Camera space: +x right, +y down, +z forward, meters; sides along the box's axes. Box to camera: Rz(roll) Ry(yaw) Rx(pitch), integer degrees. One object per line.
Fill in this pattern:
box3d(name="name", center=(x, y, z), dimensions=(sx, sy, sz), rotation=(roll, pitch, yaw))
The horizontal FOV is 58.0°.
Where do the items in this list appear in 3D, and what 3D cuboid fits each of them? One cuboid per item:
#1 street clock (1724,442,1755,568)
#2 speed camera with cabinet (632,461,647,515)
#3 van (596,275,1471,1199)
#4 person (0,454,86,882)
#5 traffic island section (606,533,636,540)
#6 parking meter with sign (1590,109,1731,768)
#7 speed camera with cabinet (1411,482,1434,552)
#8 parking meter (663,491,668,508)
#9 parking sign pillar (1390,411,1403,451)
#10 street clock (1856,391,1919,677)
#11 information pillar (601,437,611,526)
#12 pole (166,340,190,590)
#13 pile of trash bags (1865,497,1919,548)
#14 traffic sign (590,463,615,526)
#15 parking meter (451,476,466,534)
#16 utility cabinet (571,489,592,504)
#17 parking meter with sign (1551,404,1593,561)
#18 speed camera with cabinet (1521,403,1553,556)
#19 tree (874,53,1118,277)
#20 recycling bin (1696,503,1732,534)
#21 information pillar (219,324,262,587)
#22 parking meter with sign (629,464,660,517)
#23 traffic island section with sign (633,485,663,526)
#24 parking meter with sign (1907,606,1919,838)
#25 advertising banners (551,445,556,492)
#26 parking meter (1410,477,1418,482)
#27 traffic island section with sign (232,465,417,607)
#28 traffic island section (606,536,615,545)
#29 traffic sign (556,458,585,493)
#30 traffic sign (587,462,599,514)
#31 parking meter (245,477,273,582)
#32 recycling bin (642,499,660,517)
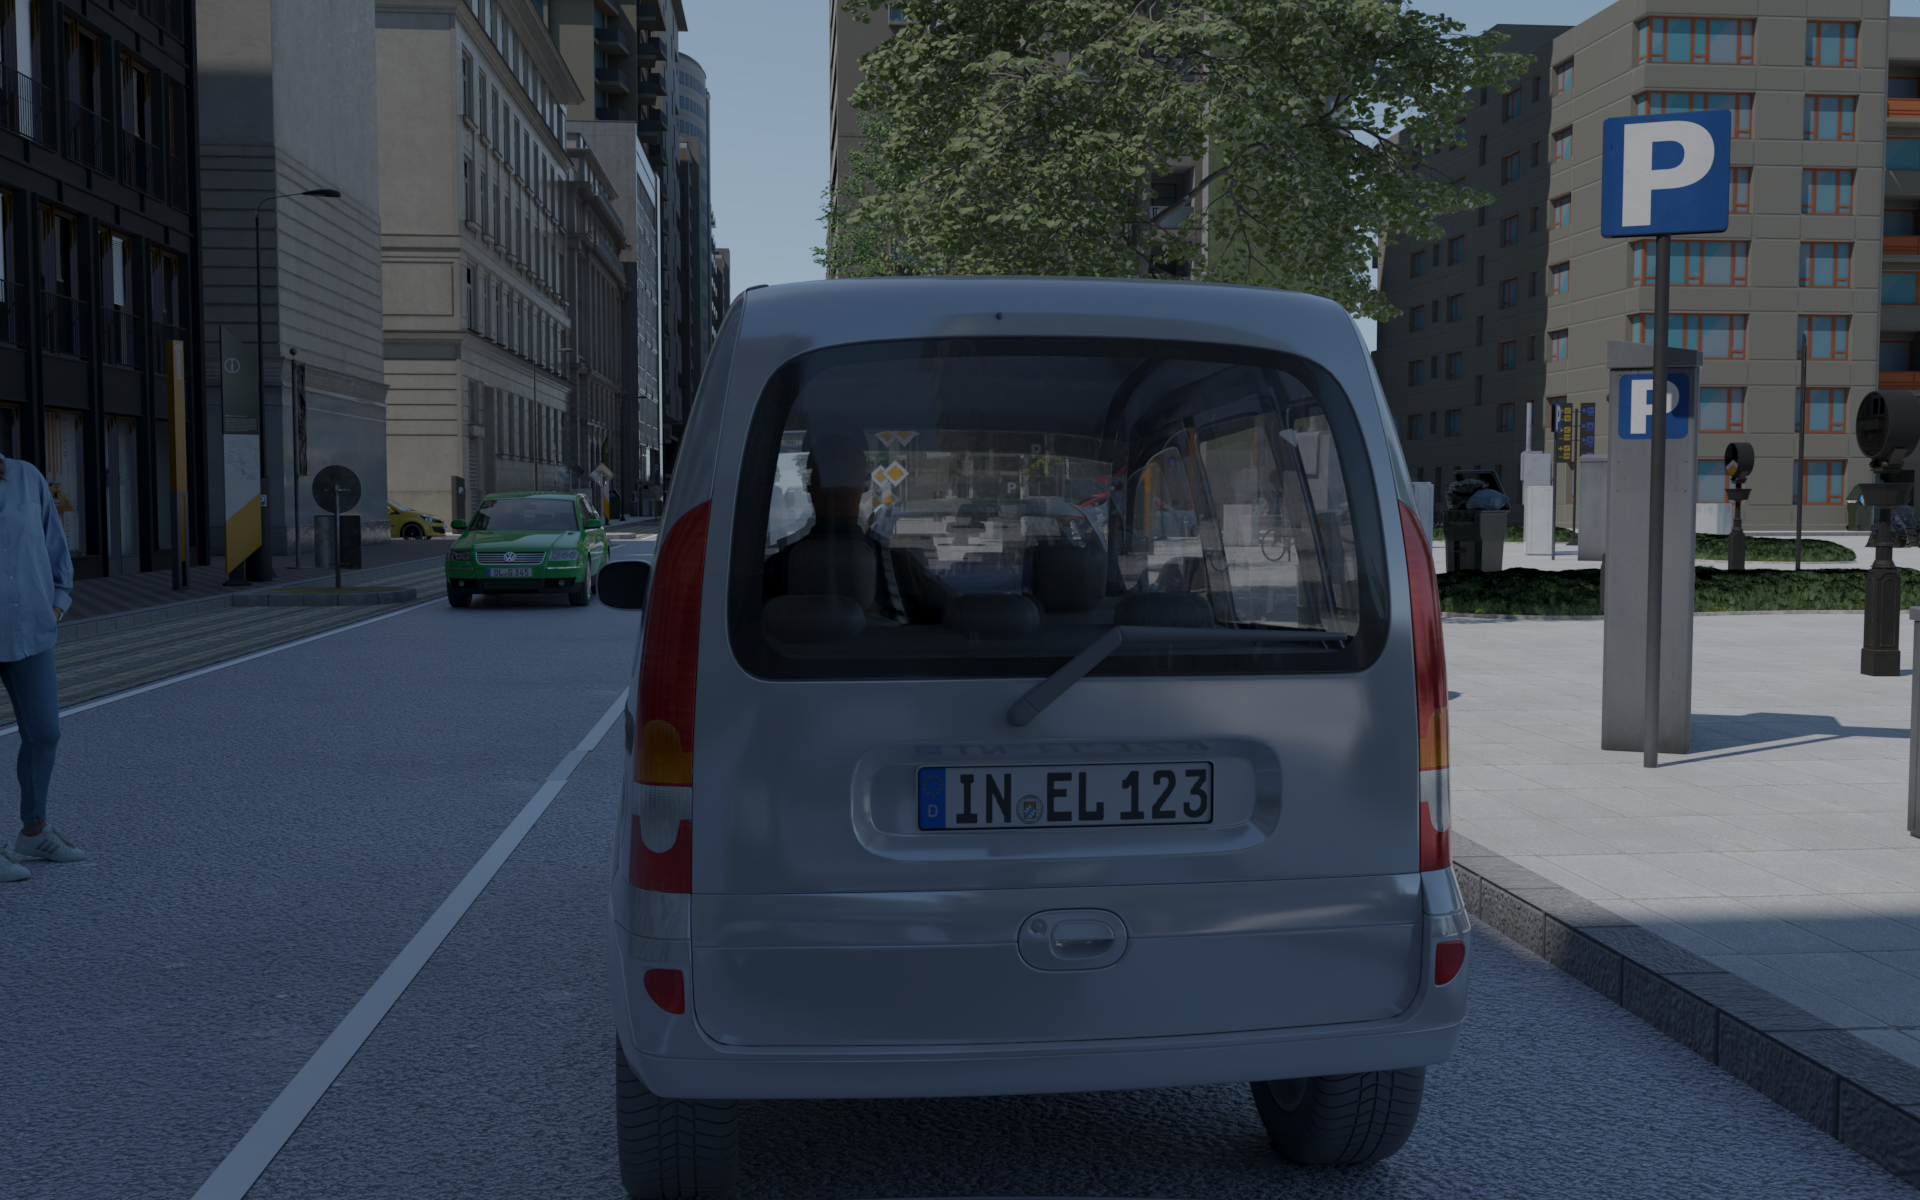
box3d(name="street clock", center=(10.912, -1.207, 24.299), dimensions=(0.358, 2.002, 0.471), rotation=(0, 4, 1))
box3d(name="speed camera with cabinet", center=(-19.397, -6.751, 104.707), dimensions=(0.660, 3.252, 2.038), rotation=(-1, 4, -19))
box3d(name="van", center=(-0.065, 0.124, 4.976), dimensions=(2.013, 2.044, 4.112), rotation=(0, 4, -7))
box3d(name="person", center=(-3.608, 0.140, 6.472), dimensions=(0.793, 1.790, 0.793), rotation=(0, 4, 3))
box3d(name="traffic island section", center=(-11.507, -2.043, 55.678), dimensions=(2.009, 0.180, 2.903), rotation=(0, 4, -6))
box3d(name="parking meter with sign", center=(3.547, -0.767, 8.808), dimensions=(0.543, 3.016, 1.738), rotation=(1, 4, 22))
box3d(name="speed camera with cabinet", center=(5.722, -1.858, 24.722), dimensions=(2.038, 3.252, 0.660), rotation=(3, 5, 45))
box3d(name="parking meter", center=(-22.031, -7.413, 129.616), dimensions=(0.372, 1.533, 0.369), rotation=(0, 3, 0))
box3d(name="parking sign pillar", center=(9.616, -3.168, 40.263), dimensions=(1.447, 3.967, 1.447), rotation=(-1, 4, -19))
box3d(name="street clock", center=(6.513, -0.467, 12.199), dimensions=(0.358, 2.002, 0.471), rotation=(0, 4, 1))
box3d(name="information pillar", center=(-14.442, -4.844, 70.560), dimensions=(0.183, 3.616, 0.504), rotation=(1, 4, 14))
box3d(name="pole", center=(-10.435, -1.790, 23.108), dimensions=(0.158, 3.312, 0.155), rotation=(0, 3, 0))
box3d(name="pile of trash bags", center=(23.581, -1.975, 42.037), dimensions=(3.447, 1.369, 1.912), rotation=(-3, 4, -38))
box3d(name="traffic sign", center=(-11.484, -3.179, 55.618), dimensions=(0.795, 2.450, 0.064), rotation=(0, 4, -6))
box3d(name="parking meter", center=(-15.960, -3.023, 55.134), dimensions=(0.255, 1.863, 0.399), rotation=(2, 4, 30))
box3d(name="utility cabinet", center=(-15.680, -3.857, 71.737), dimensions=(0.318, 1.500, 1.173), rotation=(1, 4, 19))
box3d(name="parking meter with sign", center=(12.247, -2.257, 33.164), dimensions=(1.738, 3.016, 0.543), rotation=(2, 4, 29))
box3d(name="speed camera with cabinet", center=(12.340, -2.604, 36.915), dimensions=(0.660, 3.252, 2.038), rotation=(1, 4, 15))
box3d(name="tree", center=(0.851, -4.724, 27.603), dimensions=(4.737, 8.622, 4.395), rotation=(0, 3, 0))
box3d(name="recycling bin", center=(20.319, -2.094, 46.793), dimensions=(0.722, 1.027, 0.722), rotation=(-2, 4, -34))
box3d(name="information pillar", center=(-10.034, -2.005, 24.136), dimensions=(0.504, 3.616, 0.183), rotation=(-3, 4, -37))
box3d(name="parking meter with sign", center=(-17.981, -6.269, 98.763), dimensions=(1.738, 3.016, 0.543), rotation=(-3, 5, -39))
box3d(name="traffic island section with sign", center=(-13.733, -4.271, 78.466), dimensions=(1.989, 1.847, 2.006), rotation=(0, 4, -6))
box3d(name="parking meter with sign", center=(4.419, -0.611, 6.244), dimensions=(1.738, 3.016, 0.543), rotation=(0, 4, -1))
box3d(name="advertising banners", center=(-14.241, -3.947, 60.728), dimensions=(0.090, 3.025, 2.074), rotation=(-1, 4, -9))
box3d(name="parking meter", center=(15.042, -3.181, 57.725), dimensions=(0.399, 1.863, 0.255), rotation=(-1, 4, -18))
box3d(name="traffic island section with sign", center=(-8.325, -0.875, 22.927), dimensions=(1.989, 1.847, 2.006), rotation=(0, 4, -6))
box3d(name="traffic island section", center=(-10.734, -1.557, 47.730), dimensions=(2.009, 0.180, 2.903), rotation=(0, 4, -6))
box3d(name="traffic sign", center=(-10.711, -2.693, 47.671), dimensions=(0.795, 2.450, 0.064), rotation=(0, 4, -6))
box3d(name="traffic sign", center=(-14.865, -4.349, 71.117), dimensions=(0.884, 2.594, 0.081), rotation=(0, 4, -3))
box3d(name="parking meter", center=(-10.312, -1.041, 25.431), dimensions=(0.372, 1.533, 0.369), rotation=(0, 3, 0))
box3d(name="recycling bin", center=(-17.360, -5.189, 97.391), dimensions=(0.722, 1.027, 0.722), rotation=(2, 4, 27))
